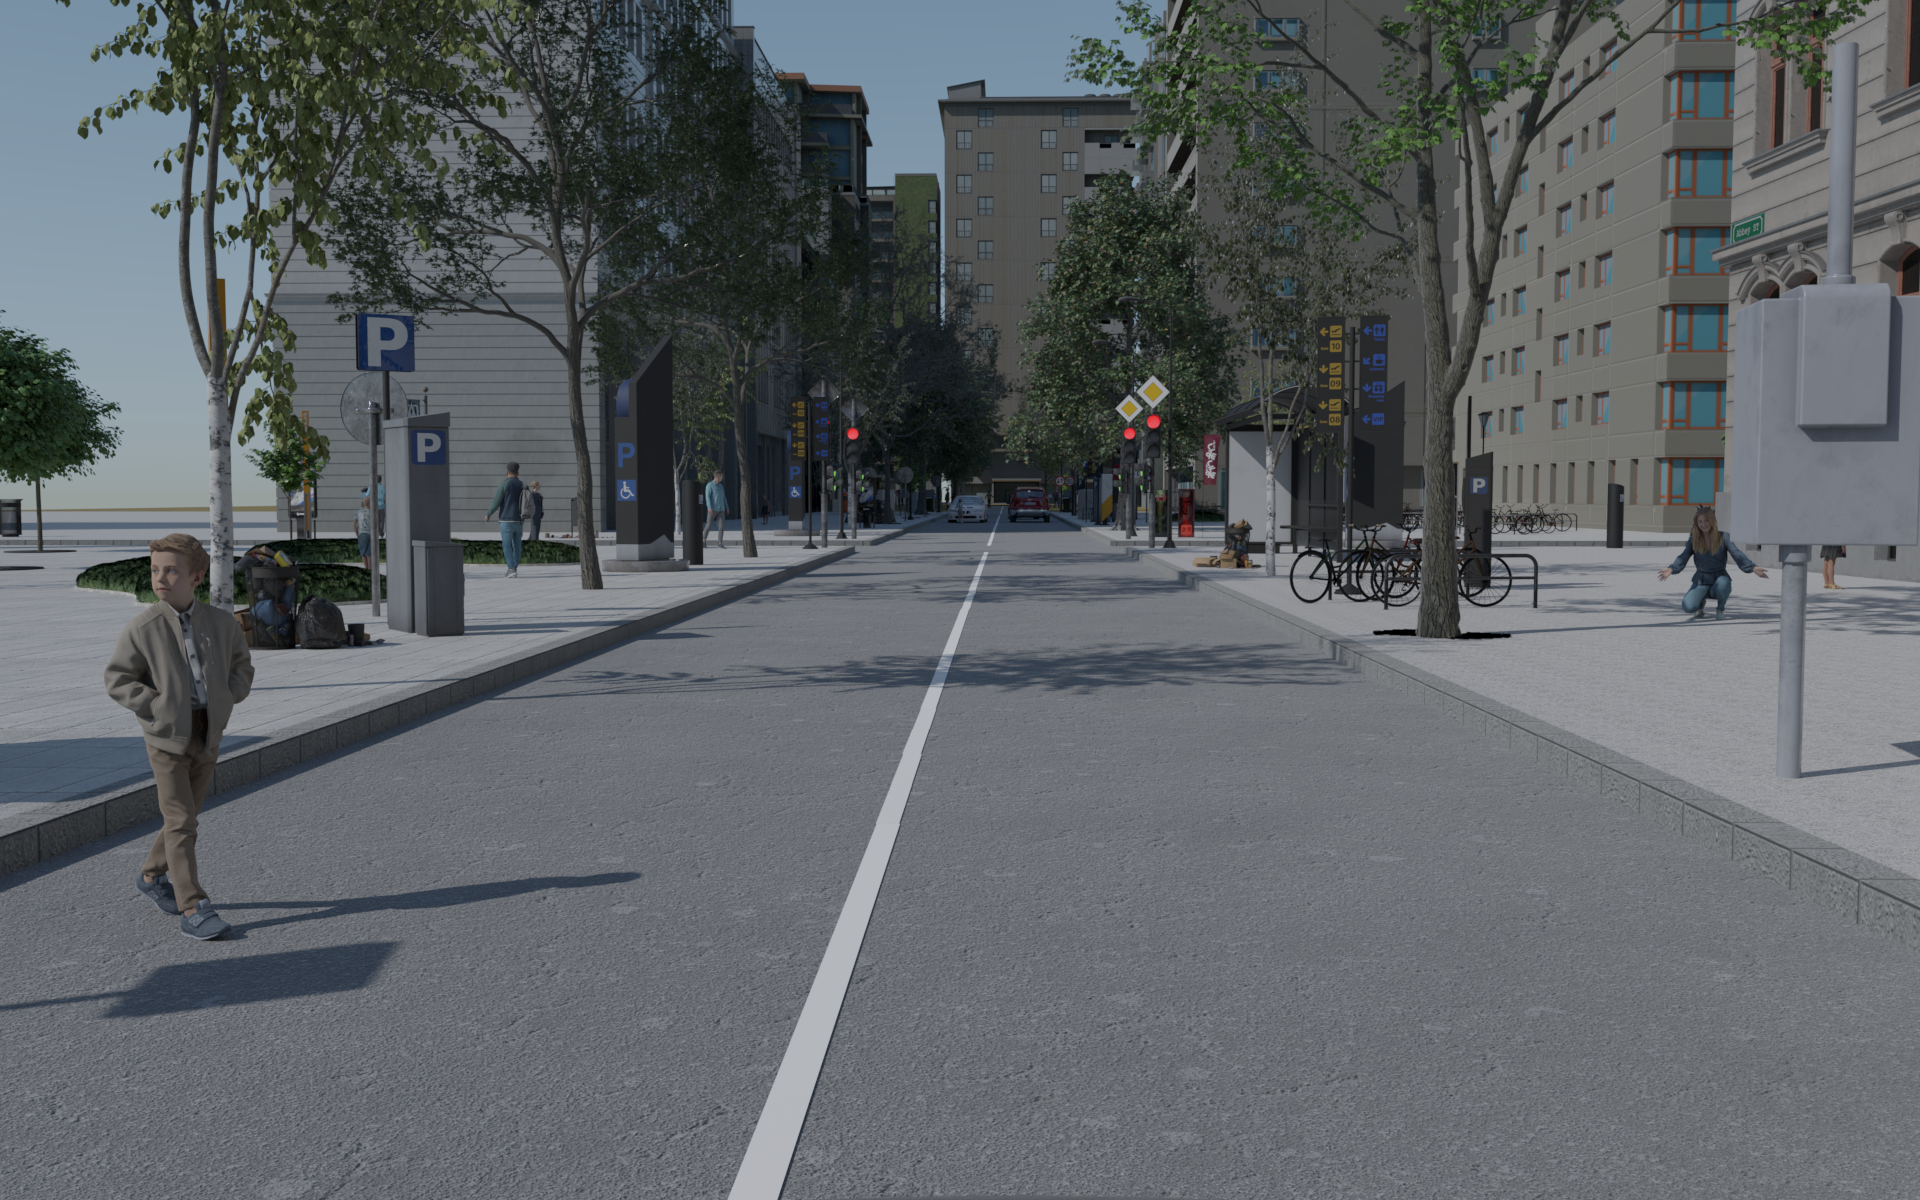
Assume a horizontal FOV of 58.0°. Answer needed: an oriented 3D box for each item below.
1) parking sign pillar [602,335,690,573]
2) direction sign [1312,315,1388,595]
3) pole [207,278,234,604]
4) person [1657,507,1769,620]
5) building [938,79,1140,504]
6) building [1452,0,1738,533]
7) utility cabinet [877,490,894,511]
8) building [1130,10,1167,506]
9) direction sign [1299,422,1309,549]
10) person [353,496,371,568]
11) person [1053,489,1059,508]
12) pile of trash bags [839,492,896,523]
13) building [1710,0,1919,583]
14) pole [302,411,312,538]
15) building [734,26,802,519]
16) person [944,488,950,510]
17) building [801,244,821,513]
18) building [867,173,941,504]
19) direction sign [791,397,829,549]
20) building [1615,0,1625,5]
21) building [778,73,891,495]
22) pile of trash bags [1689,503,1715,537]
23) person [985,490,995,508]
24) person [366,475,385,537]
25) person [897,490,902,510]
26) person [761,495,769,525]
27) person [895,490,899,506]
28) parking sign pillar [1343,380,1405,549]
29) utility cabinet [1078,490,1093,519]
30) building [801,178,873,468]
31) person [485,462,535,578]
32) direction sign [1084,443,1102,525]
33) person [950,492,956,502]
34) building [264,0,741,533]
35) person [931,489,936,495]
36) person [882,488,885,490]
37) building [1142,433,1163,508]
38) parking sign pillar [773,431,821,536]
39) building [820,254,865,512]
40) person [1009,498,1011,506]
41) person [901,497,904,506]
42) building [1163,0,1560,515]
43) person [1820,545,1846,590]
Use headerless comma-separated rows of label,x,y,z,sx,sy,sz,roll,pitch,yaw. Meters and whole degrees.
parking sign pillar,-5.261,-2.472,28.896,1.447,3.967,1.447,1,4,17
direction sign,4.987,-1.841,22.095,0.876,3.537,0.379,1,4,17
pole,-7.045,-1.385,16.494,0.158,3.312,0.155,0,3,0
person,7.742,-0.377,17.708,1.012,1.151,0.738,2,4,33
building,11.384,-39.119,228.830,27.495,52.752,28.713,0,4,2
building,37.927,-13.738,69.663,28.899,21.520,27.650,0,4,2
utility cabinet,-3.768,-4.845,87.898,0.318,1.500,1.173,2,4,29
building,28.912,-34.023,175.876,23.786,49.044,30.456,0,4,2
direction sign,8.314,-2.981,40.743,0.876,3.537,0.379,3,4,38
person,-9.270,-0.996,27.003,0.332,1.250,0.352,1,4,15
person,8.771,-9.229,157.853,0.541,1.710,0.530,3,4,36
pile of trash bags,-4.324,-4.114,77.016,1.912,1.369,3.447,2,4,27
building,19.948,-14.234,20.116,14.401,28.519,23.554,0,4,2
pole,-16.016,-2.974,42.471,0.158,3.312,0.155,0,3,0
building,-16.132,-17.122,97.971,12.078,24.808,19.932,0,4,2
person,-1.031,-8.080,138.697,0.434,1.755,0.990,-1,4,-9
building,-16.370,-17.522,116.161,12.332,23.373,15.834,0,4,2
building,-9.572,-33.017,223.414,14.086,41.232,14.154,0,4,2
direction sign,-3.494,-2.957,40.346,0.876,3.537,0.379,0,4,-8
building,70.401,-38.948,178.802,28.212,58.520,21.231,0,4,2
building,-22.410,-32.201,181.107,28.867,44.769,22.147,0,4,2
pile of trash bags,18.607,-1.828,39.635,3.447,1.369,1.912,1,4,13
person,3.076,-10.546,181.021,1.348,1.812,0.705,3,5,42
person,-16.663,-2.655,49.478,0.660,1.820,0.620,-1,4,-20
person,-4.769,-7.878,136.319,0.415,1.643,0.593,0,4,2
person,-8.198,-3.802,72.877,0.362,1.253,0.373,2,4,23
person,-6.673,-10.865,184.357,0.621,1.740,0.551,1,4,13
parking sign pillar,9.887,-3.229,41.268,1.447,3.967,1.447,1,4,8
utility cabinet,6.434,-4.793,87.047,0.318,1.500,1.173,-3,5,-42
building,-15.625,-23.808,160.955,14.160,30.474,14.107,0,4,2
person,-6.879,-1.238,26.628,0.721,1.781,0.623,2,4,35
direction sign,6.146,-5.350,79.471,0.876,3.537,0.379,0,4,1
person,-0.563,-8.826,153.614,1.065,1.426,0.557,2,4,34
building,-16.960,-17.995,71.707,11.434,29.767,29.804,0,4,2
person,-2.917,-10.696,180.879,1.348,1.831,0.705,0,4,8
person,-5.635,-7.449,128.555,1.217,1.743,0.721,1,4,21
building,27.769,-50.851,144.081,22.319,86.520,31.000,0,4,2
parking sign pillar,-5.008,-3.952,53.090,1.447,3.967,1.447,0,4,-1
building,-22.658,-18.016,139.600,27.650,21.520,28.899,0,4,2
person,4.476,-8.282,147.095,0.799,1.438,0.628,1,4,22
person,-6.093,-10.816,182.508,0.705,1.869,1.348,1,4,20
building,24.949,-29.879,112.223,21.300,48.544,21.600,0,4,2
person,11.772,-0.771,23.316,0.373,1.253,0.362,0,4,1
